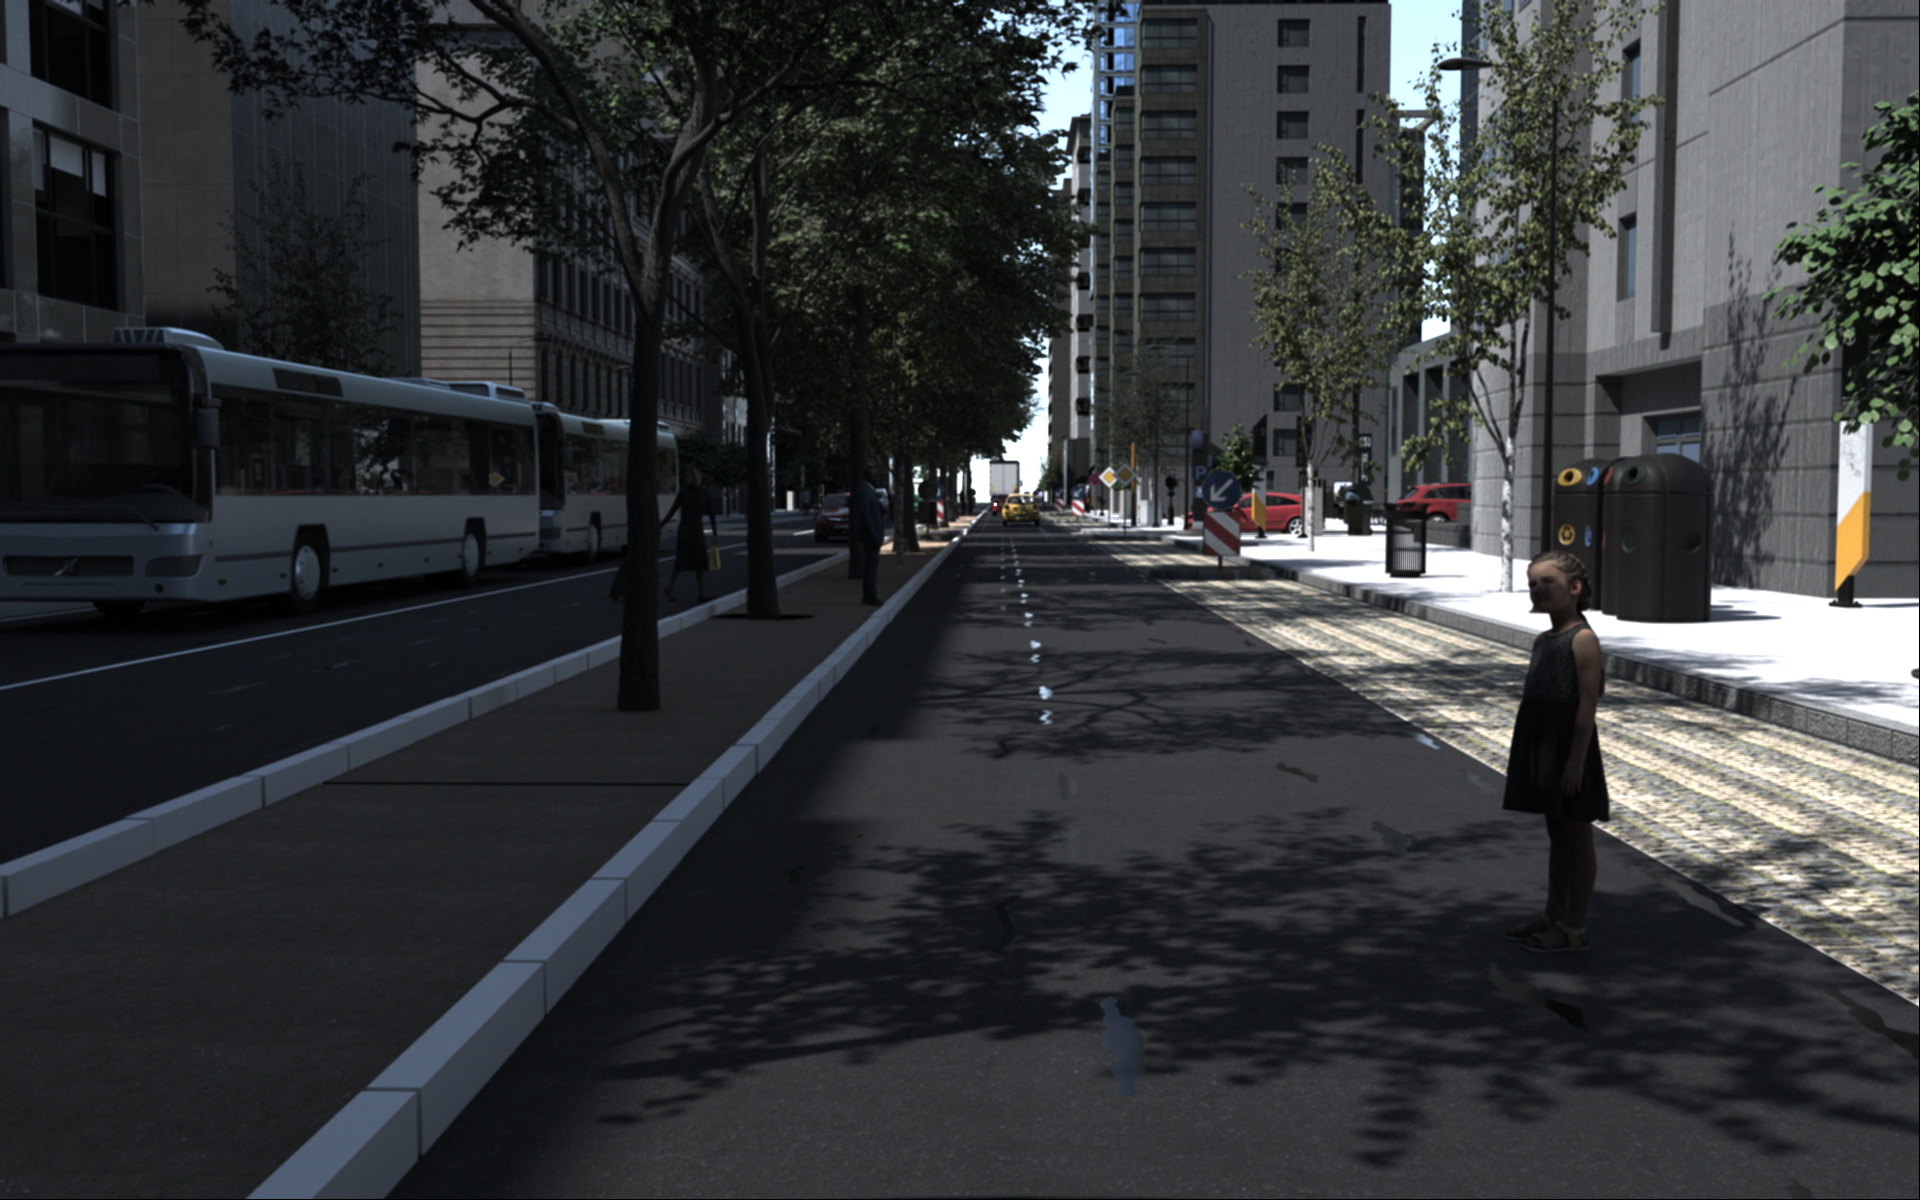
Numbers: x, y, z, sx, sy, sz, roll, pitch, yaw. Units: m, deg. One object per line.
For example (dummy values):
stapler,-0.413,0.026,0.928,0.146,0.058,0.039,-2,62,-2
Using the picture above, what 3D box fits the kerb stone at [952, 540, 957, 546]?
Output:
kerb stone,-0.222,-1.411,45.267,0.120,0.150,1.000,0,4,1

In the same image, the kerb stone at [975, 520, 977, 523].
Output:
kerb stone,0.582,-3.448,78.576,0.120,0.150,1.000,0,4,1

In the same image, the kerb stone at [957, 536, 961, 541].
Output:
kerb stone,-0.128,-1.662,49.362,0.120,0.150,1.000,0,4,1

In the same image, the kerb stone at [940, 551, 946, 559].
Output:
kerb stone,-0.427,-0.907,37.069,0.120,0.150,1.000,0,4,1

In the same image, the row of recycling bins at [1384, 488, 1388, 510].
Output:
row of recycling bins,30.179,-7.051,122.392,1.069,1.692,3.534,1,4,10

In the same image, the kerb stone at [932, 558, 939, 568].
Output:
kerb stone,-0.518,-0.659,32.965,0.120,0.150,1.000,0,4,1

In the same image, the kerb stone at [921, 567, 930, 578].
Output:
kerb stone,-0.616,-0.404,28.857,0.120,0.150,1.000,0,4,1

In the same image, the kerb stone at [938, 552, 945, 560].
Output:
kerb stone,-0.446,-0.847,36.047,0.120,0.150,1.000,0,4,1

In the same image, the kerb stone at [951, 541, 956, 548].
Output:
kerb stone,-0.246,-1.349,44.245,0.120,0.150,1.000,0,4,1

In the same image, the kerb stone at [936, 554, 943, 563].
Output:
kerb stone,-0.463,-0.784,35.021,0.120,0.150,1.000,0,4,1

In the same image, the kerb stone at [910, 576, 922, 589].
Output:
kerb stone,-0.692,-0.219,25.783,0.120,0.150,1.000,0,4,1

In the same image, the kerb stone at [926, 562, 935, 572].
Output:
kerb stone,-0.565,-0.533,30.913,0.120,0.150,1.000,0,4,1

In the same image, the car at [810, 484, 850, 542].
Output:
car,-3.460,-2.684,52.931,2.155,1.783,4.494,0,4,-1

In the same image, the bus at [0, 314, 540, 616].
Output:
bus,-8.783,-1.733,23.197,2.948,3.499,13.247,0,4,2

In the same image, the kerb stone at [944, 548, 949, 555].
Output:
kerb stone,-0.375,-1.032,39.113,0.120,0.150,1.000,0,4,1

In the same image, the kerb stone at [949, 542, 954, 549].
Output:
kerb stone,-0.277,-1.284,43.219,0.120,0.150,1.000,0,4,1

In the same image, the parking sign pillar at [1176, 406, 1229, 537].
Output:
parking sign pillar,7.299,-3.925,52.654,1.447,3.967,1.447,0,4,6

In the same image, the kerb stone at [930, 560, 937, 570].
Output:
kerb stone,-0.550,-0.593,31.935,0.120,0.150,1.000,0,4,1

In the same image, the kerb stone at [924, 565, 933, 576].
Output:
kerb stone,-0.589,-0.470,29.885,0.120,0.150,1.000,0,4,1

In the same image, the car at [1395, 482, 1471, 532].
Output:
car,17.014,-2.966,57.174,5.304,1.827,2.281,0,4,1

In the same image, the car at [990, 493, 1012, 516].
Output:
car,3.061,-6.474,114.895,2.155,1.783,4.494,0,4,3

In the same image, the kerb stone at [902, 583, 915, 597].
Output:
kerb stone,-0.739,-0.093,23.730,0.120,0.150,1.000,0,4,1

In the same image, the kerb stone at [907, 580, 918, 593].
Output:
kerb stone,-0.714,-0.154,24.757,0.120,0.150,1.000,0,4,1

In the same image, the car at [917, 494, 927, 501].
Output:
car,-4.259,-11.166,194.365,2.131,1.459,4.920,0,4,1

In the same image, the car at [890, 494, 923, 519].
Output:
car,-3.074,-5.546,99.475,1.959,1.807,4.718,0,3,0

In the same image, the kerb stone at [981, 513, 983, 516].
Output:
kerb stone,1.154,-4.890,102.148,0.120,0.150,1.000,0,4,1

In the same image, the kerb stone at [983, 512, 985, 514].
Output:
kerb stone,1.328,-5.326,109.316,0.120,0.150,1.000,0,4,1

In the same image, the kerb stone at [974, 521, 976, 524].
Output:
kerb stone,0.508,-3.261,75.506,0.120,0.150,1.000,0,4,1

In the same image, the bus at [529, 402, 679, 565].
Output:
bus,-8.588,-2.623,37.743,2.948,3.499,13.247,0,4,1

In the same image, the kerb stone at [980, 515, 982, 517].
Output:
kerb stone,1.005,-4.513,96.011,0.120,0.150,1.000,0,4,1

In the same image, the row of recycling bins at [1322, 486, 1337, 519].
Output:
row of recycling bins,19.784,-5.216,92.388,1.069,1.692,3.534,0,4,-1

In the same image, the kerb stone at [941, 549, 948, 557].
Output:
kerb stone,-0.388,-0.967,38.091,0.120,0.150,1.000,0,4,1

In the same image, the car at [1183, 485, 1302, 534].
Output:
car,9.674,-2.977,57.711,4.494,1.783,2.155,0,4,2

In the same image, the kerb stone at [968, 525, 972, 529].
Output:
kerb stone,0.284,-2.696,66.274,0.120,0.150,1.000,0,4,1

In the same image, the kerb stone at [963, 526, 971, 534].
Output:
kerb stone,0.255,-2.627,65.253,0.120,0.150,1.000,0,4,1

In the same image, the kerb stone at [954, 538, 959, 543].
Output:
kerb stone,-0.173,-1.536,47.318,0.120,0.150,1.000,0,4,1

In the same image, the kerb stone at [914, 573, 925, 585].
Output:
kerb stone,-0.670,-0.282,26.813,0.120,0.150,1.000,0,4,1

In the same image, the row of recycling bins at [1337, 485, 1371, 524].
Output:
row of recycling bins,17.004,-4.114,74.382,1.069,1.692,3.534,0,4,8

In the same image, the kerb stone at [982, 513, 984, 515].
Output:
kerb stone,1.207,-5.015,104.194,0.120,0.150,1.000,0,4,1

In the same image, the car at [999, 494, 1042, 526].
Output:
car,2.794,-4.245,79.623,2.015,1.641,3.980,0,4,1

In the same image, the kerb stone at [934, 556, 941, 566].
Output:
kerb stone,-0.492,-0.720,33.995,0.120,0.150,1.000,0,4,1

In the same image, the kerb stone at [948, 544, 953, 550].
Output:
kerb stone,-0.296,-1.220,42.187,0.120,0.150,1.000,0,4,1

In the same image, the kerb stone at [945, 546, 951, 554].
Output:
kerb stone,-0.350,-1.097,40.135,0.120,0.150,1.000,0,4,1

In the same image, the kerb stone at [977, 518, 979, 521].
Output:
kerb stone,0.727,-3.822,84.714,0.120,0.150,1.000,0,4,1

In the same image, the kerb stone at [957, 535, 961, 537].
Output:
kerb stone,-0.100,-1.724,50.385,0.120,0.150,1.000,0,4,1

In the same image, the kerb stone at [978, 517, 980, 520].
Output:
kerb stone,0.806,-4.010,87.806,0.120,0.150,1.000,0,4,1

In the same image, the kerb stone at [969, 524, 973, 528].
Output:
kerb stone,0.335,-2.818,68.321,0.120,0.150,1.000,0,4,1

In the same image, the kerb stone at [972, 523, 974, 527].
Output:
kerb stone,0.387,-2.946,70.380,0.120,0.150,1.000,0,4,1

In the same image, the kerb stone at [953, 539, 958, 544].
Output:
kerb stone,-0.199,-1.474,46.296,0.120,0.150,1.000,0,4,1

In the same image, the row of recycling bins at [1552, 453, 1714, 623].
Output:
row of recycling bins,7.294,-0.719,18.861,1.069,1.692,3.534,0,4,6

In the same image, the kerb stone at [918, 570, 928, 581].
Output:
kerb stone,-0.638,-0.341,27.835,0.120,0.150,1.000,0,4,1

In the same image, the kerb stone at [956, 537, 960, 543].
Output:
kerb stone,-0.143,-1.599,48.340,0.120,0.150,1.000,0,4,1

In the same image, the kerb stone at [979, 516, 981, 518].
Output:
kerb stone,0.887,-4.199,90.881,0.120,0.150,1.000,0,4,1

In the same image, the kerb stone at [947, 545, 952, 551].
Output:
kerb stone,-0.317,-1.160,41.165,0.120,0.150,1.000,0,4,1

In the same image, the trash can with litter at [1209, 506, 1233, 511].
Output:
trash can with litter,7.252,-2.261,48.352,0.624,1.170,1.055,0,4,-4
